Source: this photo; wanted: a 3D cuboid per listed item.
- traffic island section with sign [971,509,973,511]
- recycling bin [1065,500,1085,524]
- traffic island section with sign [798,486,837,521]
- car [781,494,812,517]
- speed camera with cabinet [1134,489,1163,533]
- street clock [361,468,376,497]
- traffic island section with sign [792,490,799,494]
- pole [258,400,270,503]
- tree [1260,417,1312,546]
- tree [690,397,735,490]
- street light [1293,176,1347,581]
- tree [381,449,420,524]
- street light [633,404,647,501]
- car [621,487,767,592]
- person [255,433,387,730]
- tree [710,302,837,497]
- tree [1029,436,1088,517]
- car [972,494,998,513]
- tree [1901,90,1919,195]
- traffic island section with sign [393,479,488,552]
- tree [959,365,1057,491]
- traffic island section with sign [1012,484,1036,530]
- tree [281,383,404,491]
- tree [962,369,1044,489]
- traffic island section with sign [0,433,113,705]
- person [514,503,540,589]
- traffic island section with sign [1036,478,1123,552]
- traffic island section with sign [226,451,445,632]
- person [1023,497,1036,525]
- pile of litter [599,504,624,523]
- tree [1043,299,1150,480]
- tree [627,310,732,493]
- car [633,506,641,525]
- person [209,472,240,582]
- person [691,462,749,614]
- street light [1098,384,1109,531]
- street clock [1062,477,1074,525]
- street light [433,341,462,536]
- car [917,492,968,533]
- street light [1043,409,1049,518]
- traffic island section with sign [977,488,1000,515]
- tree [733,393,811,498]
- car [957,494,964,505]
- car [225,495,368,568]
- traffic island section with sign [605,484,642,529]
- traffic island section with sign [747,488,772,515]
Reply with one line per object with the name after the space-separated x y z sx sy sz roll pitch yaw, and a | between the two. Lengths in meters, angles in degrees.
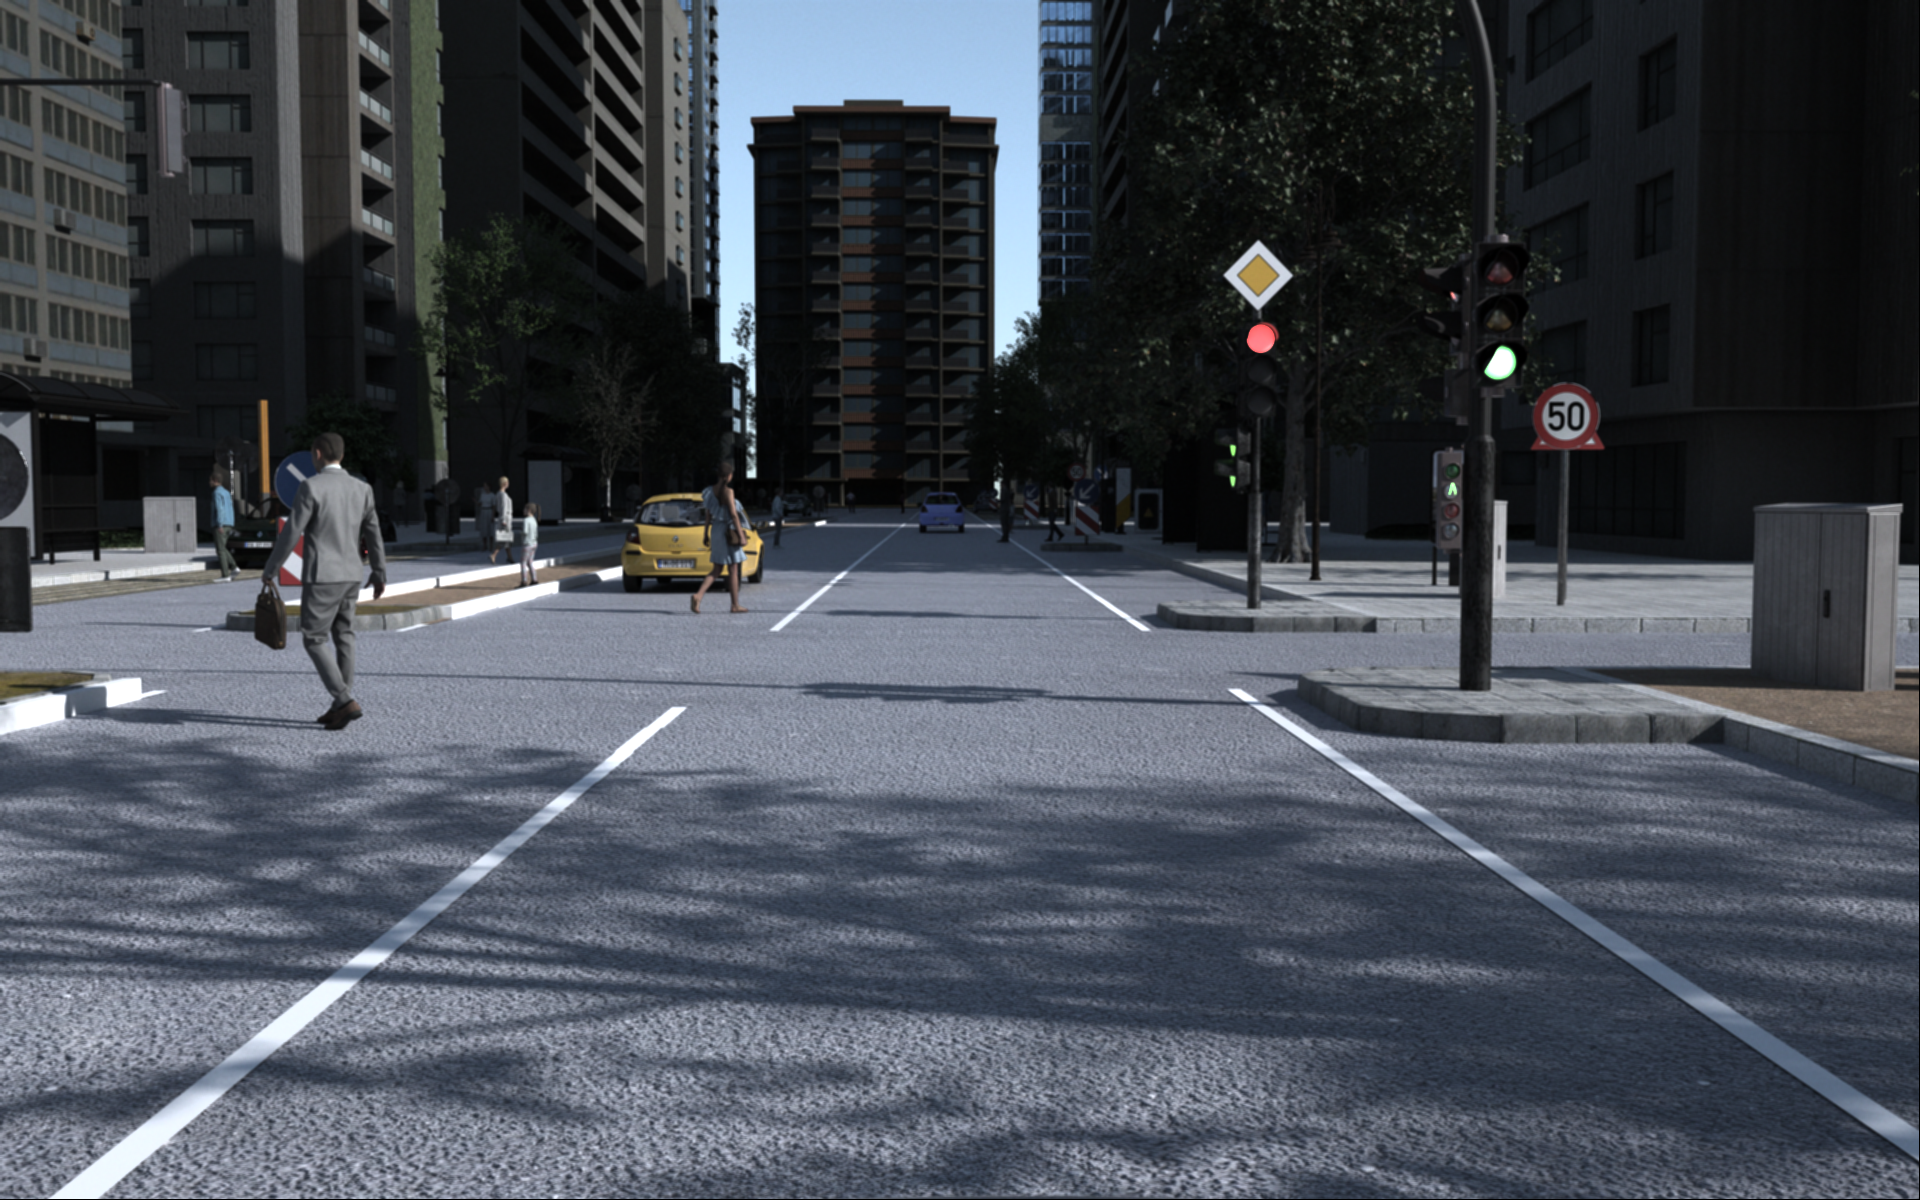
1.932 -8.572 148.786 1.989 1.847 2.006 0 4 -1 | traffic island section with sign
4.950 -3.756 73.967 0.722 1.027 0.722 -2 4 -29 | recycling bin
-7.714 -5.255 94.061 2.006 1.907 1.989 0 4 -1 | traffic island section with sign
-10.602 -6.087 111.313 2.131 1.459 4.920 0 4 1 | car
6.716 -3.801 56.480 2.038 3.252 0.660 0 4 6 | speed camera with cabinet
-16.353 -2.651 47.912 0.358 2.002 0.471 -3 5 -45 | street clock
-14.191 -8.630 149.721 1.989 1.847 2.006 0 4 -1 | traffic island section with sign
-15.125 -2.680 37.656 0.158 3.312 0.155 0 3 0 | pole
7.690 -2.960 42.994 1.663 3.219 1.824 0 3 0 | tree
-16.983 -10.058 114.815 4.360 8.622 3.978 0 3 0 | tree
5.289 -3.230 25.605 0.468 5.910 1.993 0 4 -1 | street light
-23.511 -4.838 73.702 1.663 3.219 1.824 0 3 0 | tree
-15.919 -6.934 86.166 0.468 5.910 1.993 0 4 -1 | street light
-4.049 -1.008 26.702 2.015 1.641 3.980 0 4 0 | car
-3.926 -0.129 10.738 0.853 1.813 0.709 2 4 31 | person
-18.925 -19.354 172.326 12.611 20.169 13.585 0 3 0 | tree
5.617 -6.975 97.752 4.285 4.588 4.351 0 3 0 | tree
1.922 -7.232 130.239 2.014 1.417 4.499 0 4 -2 | car
15.856 -4.575 25.158 4.737 8.622 4.395 0 3 0 | tree
-13.072 -2.152 43.810 1.989 1.847 2.006 0 4 -1 | traffic island section with sign
4.542 -15.859 165.944 9.857 13.997 8.962 0 3 0 | tree
2.772 -3.810 70.926 1.989 1.847 2.006 0 4 -1 | traffic island section with sign
-18.268 -4.137 51.356 4.285 4.588 4.351 0 3 0 | tree
3.942 -14.459 154.539 7.486 12.596 7.792 0 3 0 | tree
-6.833 -0.207 11.520 2.006 1.907 1.989 0 4 -1 | traffic island section with sign
-6.474 -0.802 25.885 0.394 1.301 0.425 0 4 -5 | person
3.052 -2.162 43.972 1.989 1.847 2.006 0 4 -1 | traffic island section with sign
-6.903 -0.660 18.927 2.006 1.907 1.989 0 4 -1 | traffic island section with sign
3.229 -4.340 80.300 0.563 1.720 0.643 1 4 12 | person
-15.819 -3.941 78.403 1.176 0.858 1.719 0 4 0 | pile of litter
5.466 -6.971 64.344 4.360 8.622 3.978 0 3 0 | tree
-17.580 -11.546 106.904 7.486 12.596 7.792 0 3 0 | tree
-10.373 -3.014 61.643 2.083 1.381 4.827 0 4 0 | car
-11.949 -1.178 28.108 0.444 1.785 0.601 0 4 7 | person
-2.825 -0.738 20.666 0.778 1.811 0.616 -3 5 -43 | person
4.937 -5.328 59.896 0.468 5.910 1.993 0 4 -1 | street light
4.447 -4.086 71.381 0.471 2.002 0.358 0 4 -4 | street clock
-15.503 -4.878 52.543 0.468 5.910 1.993 0 4 -1 | street light
-0.673 -3.414 65.413 1.945 1.707 3.694 0 4 0 | car
4.547 -7.372 93.327 0.468 5.910 1.993 0 4 -1 | street light
2.224 -6.902 121.477 1.989 1.847 2.006 0 4 -1 | traffic island section with sign
-17.170 -13.733 158.950 7.601 10.594 8.767 -1 4 -15 | tree
-0.674 -7.512 132.609 2.009 1.686 4.222 0 4 0 | car
-13.176 -1.512 34.512 2.009 1.686 4.222 0 4 -1 | car
-13.349 -3.802 70.794 1.989 1.847 2.006 0 4 -1 | traffic island section with sign
-13.897 -6.908 121.571 1.989 1.847 2.006 0 4 -1 | traffic island section with sign
